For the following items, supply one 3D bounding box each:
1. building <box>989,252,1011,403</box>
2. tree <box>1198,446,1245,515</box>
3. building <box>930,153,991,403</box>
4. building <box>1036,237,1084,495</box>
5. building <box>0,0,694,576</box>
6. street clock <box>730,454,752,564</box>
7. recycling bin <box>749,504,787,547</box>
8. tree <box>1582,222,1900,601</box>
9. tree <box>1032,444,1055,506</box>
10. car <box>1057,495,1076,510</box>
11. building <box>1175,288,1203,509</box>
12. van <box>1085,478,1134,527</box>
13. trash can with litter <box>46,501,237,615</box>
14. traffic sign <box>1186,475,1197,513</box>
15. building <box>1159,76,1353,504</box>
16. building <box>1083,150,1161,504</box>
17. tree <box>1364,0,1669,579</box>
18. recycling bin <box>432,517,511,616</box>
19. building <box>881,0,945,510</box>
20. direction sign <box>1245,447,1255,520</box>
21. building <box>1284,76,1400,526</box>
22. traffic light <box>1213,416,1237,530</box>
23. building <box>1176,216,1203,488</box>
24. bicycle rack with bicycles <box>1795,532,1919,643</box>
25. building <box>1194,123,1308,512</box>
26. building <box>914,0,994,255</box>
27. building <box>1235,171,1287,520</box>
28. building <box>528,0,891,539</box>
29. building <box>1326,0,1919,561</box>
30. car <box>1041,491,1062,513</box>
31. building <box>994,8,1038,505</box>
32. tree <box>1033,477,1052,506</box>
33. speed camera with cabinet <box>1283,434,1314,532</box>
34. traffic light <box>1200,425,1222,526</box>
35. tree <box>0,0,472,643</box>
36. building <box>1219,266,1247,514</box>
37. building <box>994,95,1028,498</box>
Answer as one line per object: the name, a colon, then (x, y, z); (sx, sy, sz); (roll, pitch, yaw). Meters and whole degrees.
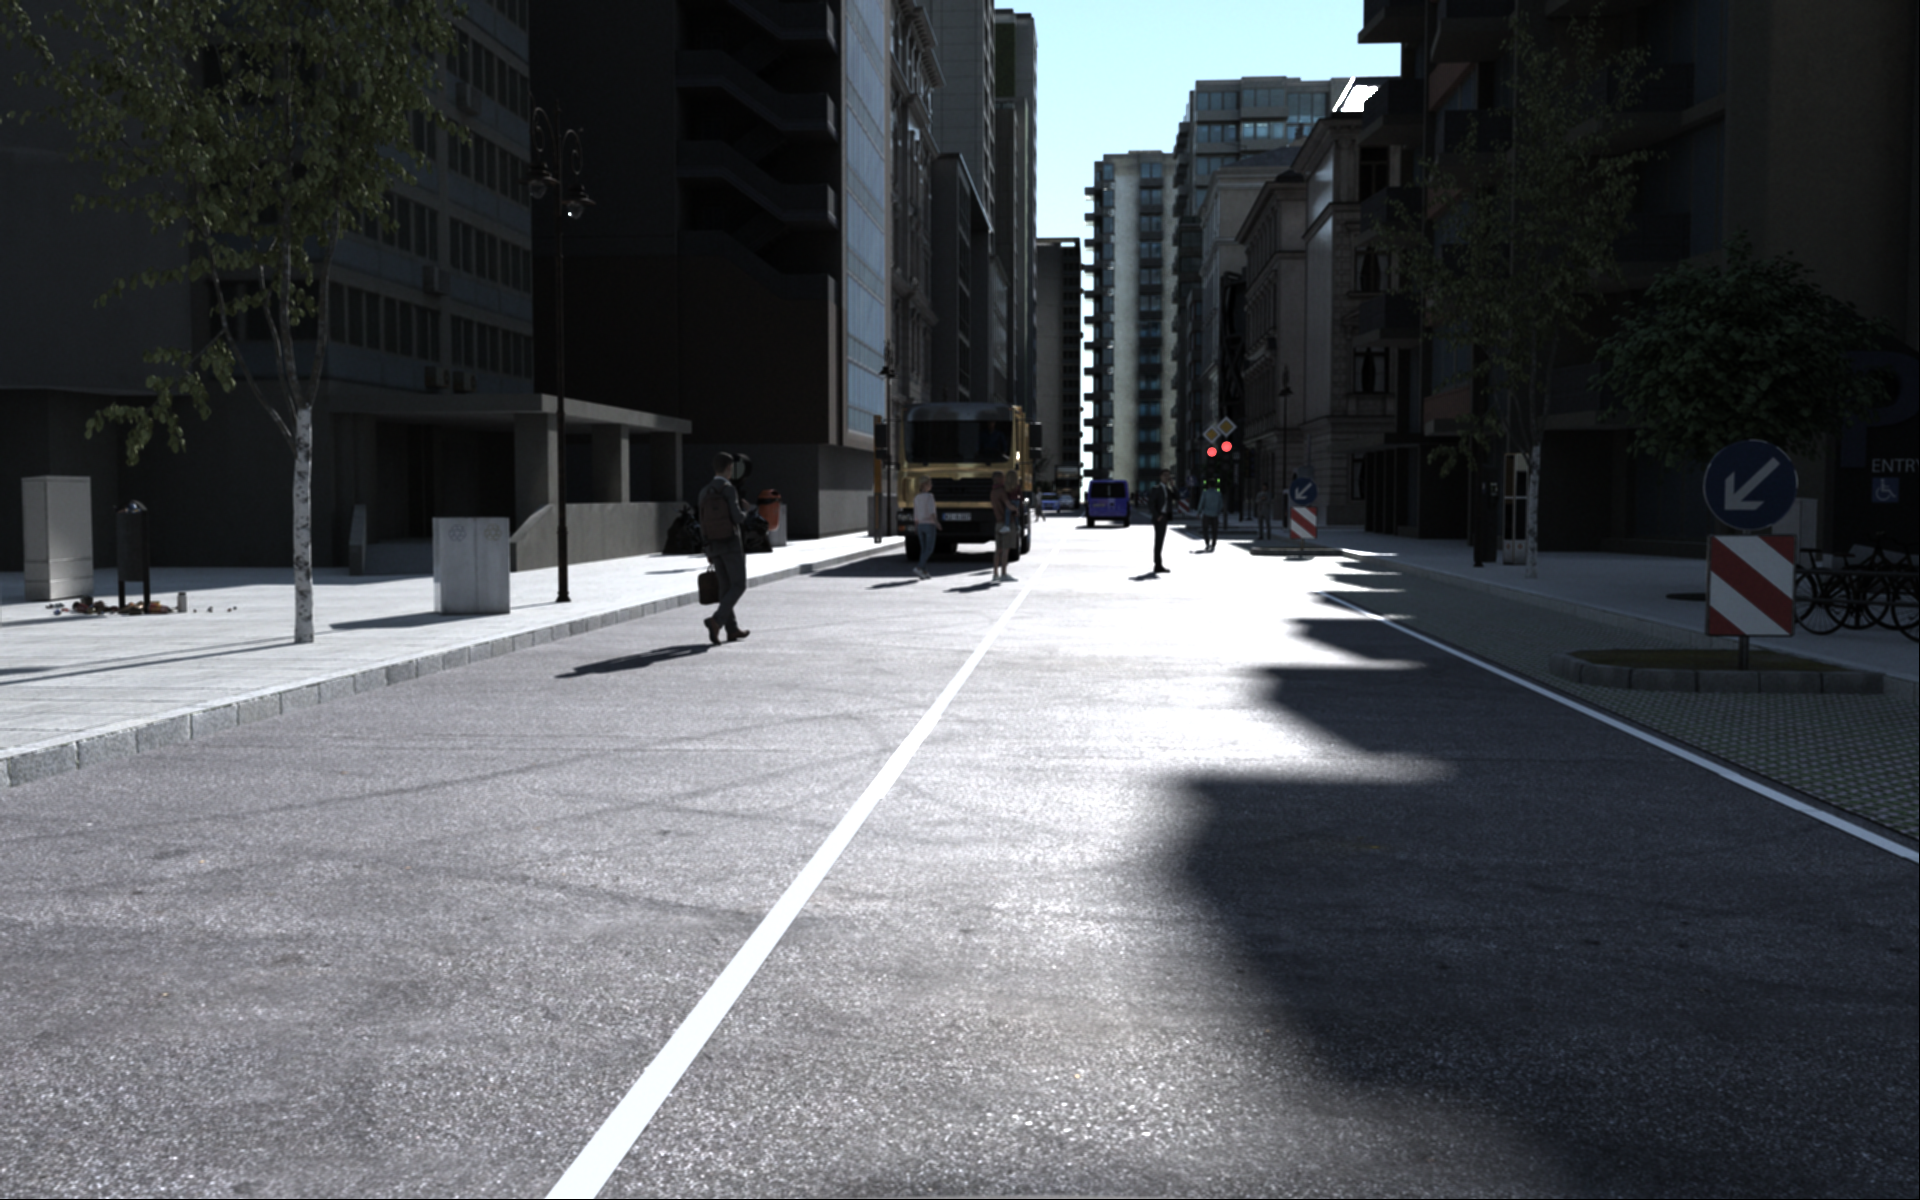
building: (-1.430, -17.478, 134.915); (9.793, 20.994, 18.267); (0, 4, 5)
tree: (16.343, -7.517, 106.625); (4.285, 4.588, 4.351); (0, 3, 0)
building: (-6.014, -17.846, 110.853); (14.314, 24.678, 30.058); (0, 4, 5)
building: (5.529, -33.896, 246.074); (23.993, 40.220, 32.217); (0, 4, 5)
building: (-22.792, -21.011, 35.415); (32.217, 40.220, 23.993); (0, 4, 5)
street clock: (-4.033, -1.647, 31.499); (0.471, 2.002, 0.358); (2, 4, 27)
recycling bin: (-4.700, -1.810, 42.140); (0.722, 1.027, 0.722); (2, 4, 27)
tree: (9.387, -2.289, 21.147); (4.285, 4.588, 4.351); (0, 3, 0)
tree: (7.844, -14.374, 185.383); (4.360, 8.622, 3.978); (0, 3, 0)
car: (9.421, -8.820, 156.573); (2.083, 1.381, 4.827); (0, 4, 4)
building: (34.381, -19.209, 159.105); (27.650, 21.520, 28.899); (0, 4, 5)
van: (6.633, -4.449, 77.131); (2.240, 2.365, 5.245); (0, 4, 6)
trash can with litter: (-9.201, -0.488, 19.041); (2.233, 1.210, 1.678); (2, 4, 35)
traffic sign: (15.604, -7.139, 116.831); (0.768, 2.556, 0.104); (1, 4, 12)
building: (36.258, -35.655, 202.572); (23.786, 49.044, 30.456); (0, 4, 5)
building: (32.456, -37.944, 239.995); (30.456, 49.044, 23.786); (0, 4, 5)
tree: (8.617, -4.647, 26.344); (4.737, 8.622, 4.395); (0, 3, 0)
recycling bin: (-5.278, -0.376, 18.702); (0.722, 1.027, 0.722); (-2, 4, -23)
building: (-8.573, -18.117, 83.610); (14.401, 28.519, 23.554); (0, 4, 5)
direction sign: (14.147, -5.662, 84.574); (0.379, 3.537, 0.876); (-1, 4, -20)
building: (24.361, -12.808, 74.039); (19.286, 19.102, 10.561); (0, 4, 5)
traffic light: (9.530, -4.484, 62.229); (0.839, 4.253, 0.868); (0, 4, 5)
building: (29.714, -25.055, 181.349); (14.160, 30.474, 14.107); (0, 4, 5)
bicycle rack with bicycles: (8.546, -0.146, 15.765); (2.852, 0.926, 2.925); (-3, 4, -36)
building: (25.551, -21.304, 134.228); (13.634, 28.700, 20.117); (0, 4, 5)
building: (-5.164, -43.885, 155.765); (20.563, 71.187, 20.611); (0, 4, 5)
building: (20.721, -13.952, 92.743); (10.561, 19.102, 19.286); (0, 4, 5)
building: (-10.113, -24.783, 55.308); (14.200, 45.320, 14.600); (0, 4, 5)
building: (22.465, -23.864, 44.793); (22.147, 44.769, 28.867); (0, 4, 5)
car: (6.942, -7.656, 134.761); (1.945, 1.707, 3.694); (0, 4, 4)
building: (-4.853, -40.909, 210.857); (28.212, 58.520, 21.231); (0, 4, 5)
tree: (8.683, -11.961, 190.160); (1.663, 3.219, 1.824); (0, 3, 0)
speed camera with cabinet: (11.301, -3.887, 57.893); (0.660, 3.252, 2.038); (0, 4, -2)
traffic light: (10.165, -4.971, 70.189); (0.839, 4.253, 0.868); (0, 4, 5)
tree: (-5.845, -3.946, 14.883); (4.737, 8.622, 4.395); (0, 3, 0)
building: (25.813, -15.203, 116.022); (16.820, 18.784, 16.811); (0, 4, 5)
building: (-0.561, -29.975, 173.684); (14.154, 41.232, 14.086); (0, 4, 5)
